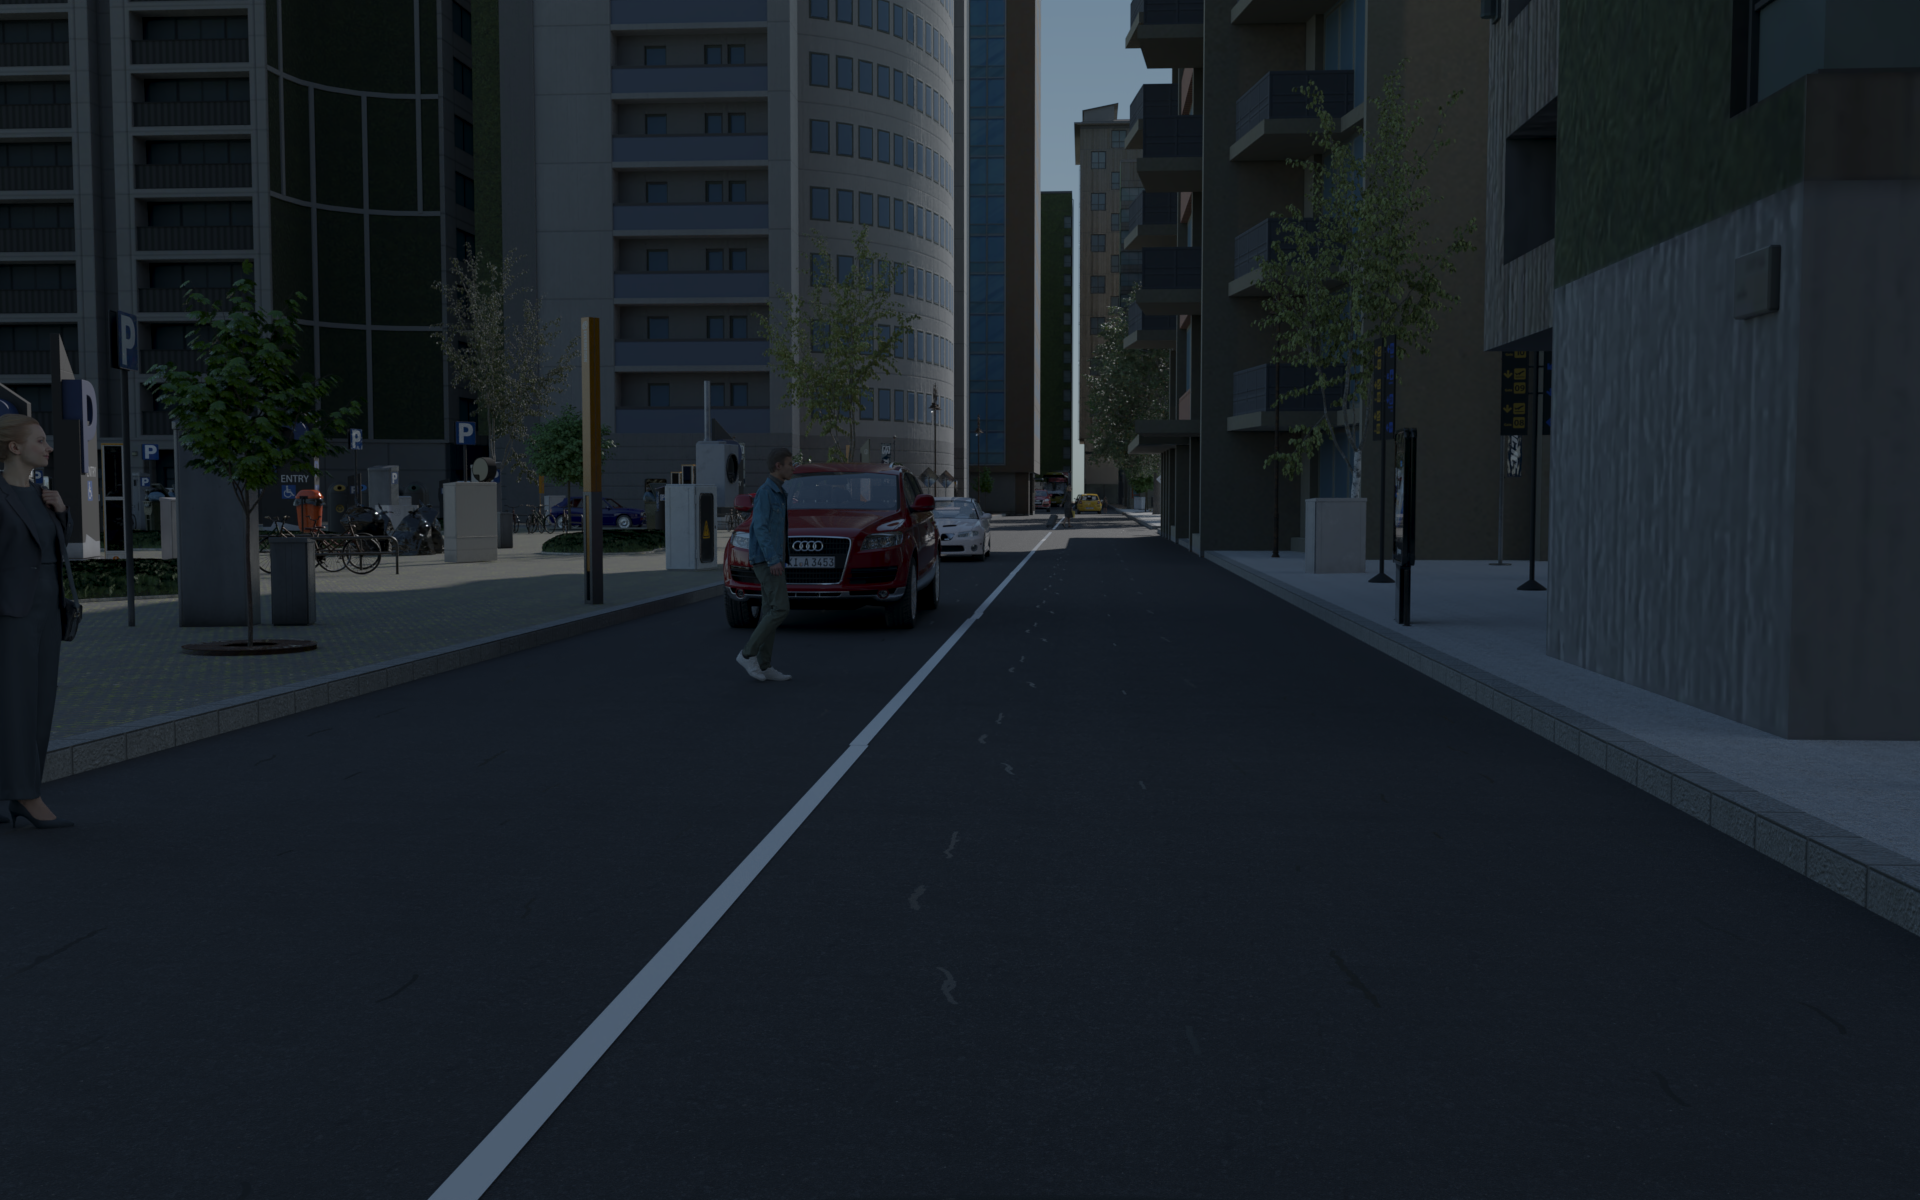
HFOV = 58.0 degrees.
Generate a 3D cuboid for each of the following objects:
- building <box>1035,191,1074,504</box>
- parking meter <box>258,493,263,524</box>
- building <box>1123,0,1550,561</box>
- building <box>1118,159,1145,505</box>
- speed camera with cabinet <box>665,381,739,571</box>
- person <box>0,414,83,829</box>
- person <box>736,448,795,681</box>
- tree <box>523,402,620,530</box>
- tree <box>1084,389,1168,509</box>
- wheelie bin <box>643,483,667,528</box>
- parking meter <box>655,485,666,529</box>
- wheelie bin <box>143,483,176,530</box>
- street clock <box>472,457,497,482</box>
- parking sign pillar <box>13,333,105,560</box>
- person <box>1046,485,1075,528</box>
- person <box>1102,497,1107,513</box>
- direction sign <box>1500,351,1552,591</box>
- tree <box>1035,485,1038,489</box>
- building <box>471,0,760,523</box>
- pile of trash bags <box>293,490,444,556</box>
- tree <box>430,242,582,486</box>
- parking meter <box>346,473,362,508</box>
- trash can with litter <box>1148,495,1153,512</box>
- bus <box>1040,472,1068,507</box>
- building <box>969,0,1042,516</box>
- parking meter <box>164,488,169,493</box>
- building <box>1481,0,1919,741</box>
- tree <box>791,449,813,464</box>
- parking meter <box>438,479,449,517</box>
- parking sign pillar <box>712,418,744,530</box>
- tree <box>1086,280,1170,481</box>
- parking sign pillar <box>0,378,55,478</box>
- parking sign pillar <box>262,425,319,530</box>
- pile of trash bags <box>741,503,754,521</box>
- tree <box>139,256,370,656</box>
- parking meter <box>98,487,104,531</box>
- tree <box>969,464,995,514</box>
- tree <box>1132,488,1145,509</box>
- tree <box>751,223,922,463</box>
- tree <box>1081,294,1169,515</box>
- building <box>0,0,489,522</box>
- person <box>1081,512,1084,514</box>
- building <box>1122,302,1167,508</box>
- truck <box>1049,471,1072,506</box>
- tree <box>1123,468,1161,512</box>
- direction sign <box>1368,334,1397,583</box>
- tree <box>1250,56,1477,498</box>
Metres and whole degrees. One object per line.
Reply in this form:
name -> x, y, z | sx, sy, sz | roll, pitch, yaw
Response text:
building -> 8.414, -33.797, 236.171 | 14.086, 41.232, 14.154 | 0, 4, 4
parking meter -> -29.858, -4.174, 73.957 | 0.255, 1.863, 0.399 | 3, 5, 44
building -> 15.629, -23.903, 45.441 | 22.147, 44.769, 28.867 | 0, 4, 4
building -> 26.649, -32.428, 213.793 | 14.154, 41.232, 14.086 | 0, 4, 4
speed camera with cabinet -> -4.395, -2.159, 29.641 | 0.660, 3.252, 2.038 | 1, 4, 13
person -> -4.079, 0.093, 7.406 | 0.534, 1.772, 0.576 | -1, 4, -12
person -> -1.478, -0.269, 13.237 | 0.444, 1.785, 0.601 | 1, 4, 9
tree -> -13.856, -4.774, 61.761 | 4.285, 4.588, 4.351 | 0, 3, 0
tree -> 14.246, -13.498, 146.439 | 9.928, 11.665, 9.643 | 0, 3, 0
wheelie bin -> -8.744, -2.583, 50.137 | 0.693, 1.594, 0.980 | 3, 5, 41
parking meter -> -8.192, -2.396, 47.584 | 0.372, 1.533, 0.369 | 0, 3, 0
wheelie bin -> -23.909, -2.672, 51.596 | 0.980, 1.594, 0.693 | 3, 5, 43
street clock -> -9.422, -1.822, 34.359 | 0.471, 2.002, 0.358 | 2, 4, 34
parking sign pillar -> -15.218, -2.529, 29.814 | 1.447, 3.967, 1.447 | -1, 4, -15
person -> 4.319, -3.988, 73.917 | 1.509, 1.804, 0.699 | -2, 4, -31
person -> 10.868, -7.145, 129.996 | 0.362, 1.253, 0.373 | 0, 4, 5
direction sign -> 7.639, -1.898, 23.035 | 0.876, 3.537, 0.379 | 1, 4, 17
tree -> 8.227, -12.955, 206.419 | 1.663, 3.219, 1.824 | 0, 3, 0
building -> -10.939, -33.503, 89.773 | 21.231, 58.520, 28.212 | 0, 4, 4
pile of trash bags -> -12.690, -1.671, 37.081 | 3.447, 1.369, 1.912 | 1, 4, 13
tree -> -13.602, -6.179, 51.389 | 4.360, 8.622, 3.978 | 0, 3, 0
parking meter -> -16.854, -2.596, 48.152 | 0.399, 1.863, 0.255 | -1, 4, -21
trash can with litter -> 14.696, -7.125, 127.544 | 2.233, 1.210, 1.678 | 1, 4, 14
bus -> 10.771, -12.468, 195.402 | 2.896, 3.916, 12.252 | 0, 4, 5
building -> -1.564, -28.662, 118.729 | 14.600, 45.320, 14.200 | 0, 4, 4
parking meter -> -27.271, -3.113, 59.312 | 0.372, 1.533, 0.369 | 0, 3, 0
building -> 11.815, -14.846, 14.440 | 14.160, 30.474, 14.107 | 0, 4, 4
tree -> -6.794, -4.823, 73.456 | 1.663, 3.219, 1.824 | 0, 3, 0
parking meter -> -19.278, -3.609, 64.717 | 0.399, 1.863, 0.255 | -1, 4, -11
parking sign pillar -> -8.339, -4.512, 62.241 | 1.447, 3.967, 1.447 | 2, 4, 31
tree -> 10.915, -10.516, 88.949 | 9.611, 12.733, 9.660 | 0, 3, 0
parking sign pillar -> -19.238, -2.817, 34.523 | 1.447, 3.967, 1.447 | 0, 4, 1
parking sign pillar -> -16.885, -3.376, 43.670 | 1.447, 3.967, 1.447 | 0, 4, -4
pile of trash bags -> -5.224, -2.593, 52.156 | 1.912, 1.369, 3.447 | -3, 5, -40
tree -> -5.701, -1.197, 14.178 | 1.663, 3.219, 1.824 | 0, 3, 0
parking meter -> -21.742, -2.147, 43.521 | 0.372, 1.533, 0.369 | 0, 3, 0
tree -> 1.643, -7.075, 110.283 | 1.663, 3.219, 1.824 | 0, 3, 0
tree -> 15.721, -9.685, 152.953 | 1.663, 3.219, 1.824 | 0, 3, 0
tree -> -3.231, -5.882, 46.540 | 4.737, 8.622, 4.395 | 0, 3, 0
tree -> 12.476, -12.331, 108.270 | 9.857, 13.997, 8.962 | 0, 3, 0
building -> -34.419, -39.439, 83.076 | 20.611, 71.187, 20.563 | 0, 4, 4
person -> 9.001, -6.984, 127.364 | 0.332, 1.250, 0.352 | 1, 4, 19
building -> 30.025, -19.762, 168.144 | 27.650, 21.520, 28.899 | 0, 4, 4
truck -> 12.107, -13.501, 209.653 | 2.839, 4.237, 11.283 | 0, 4, 6
tree -> 15.041, -9.482, 138.740 | 4.285, 4.588, 4.351 | 0, 3, 0
direction sign -> 6.119, -2.020, 25.029 | 0.379, 3.537, 0.876 | 0, 4, -5
tree -> 6.904, -4.878, 30.110 | 4.737, 8.622, 4.395 | 0, 3, 0
